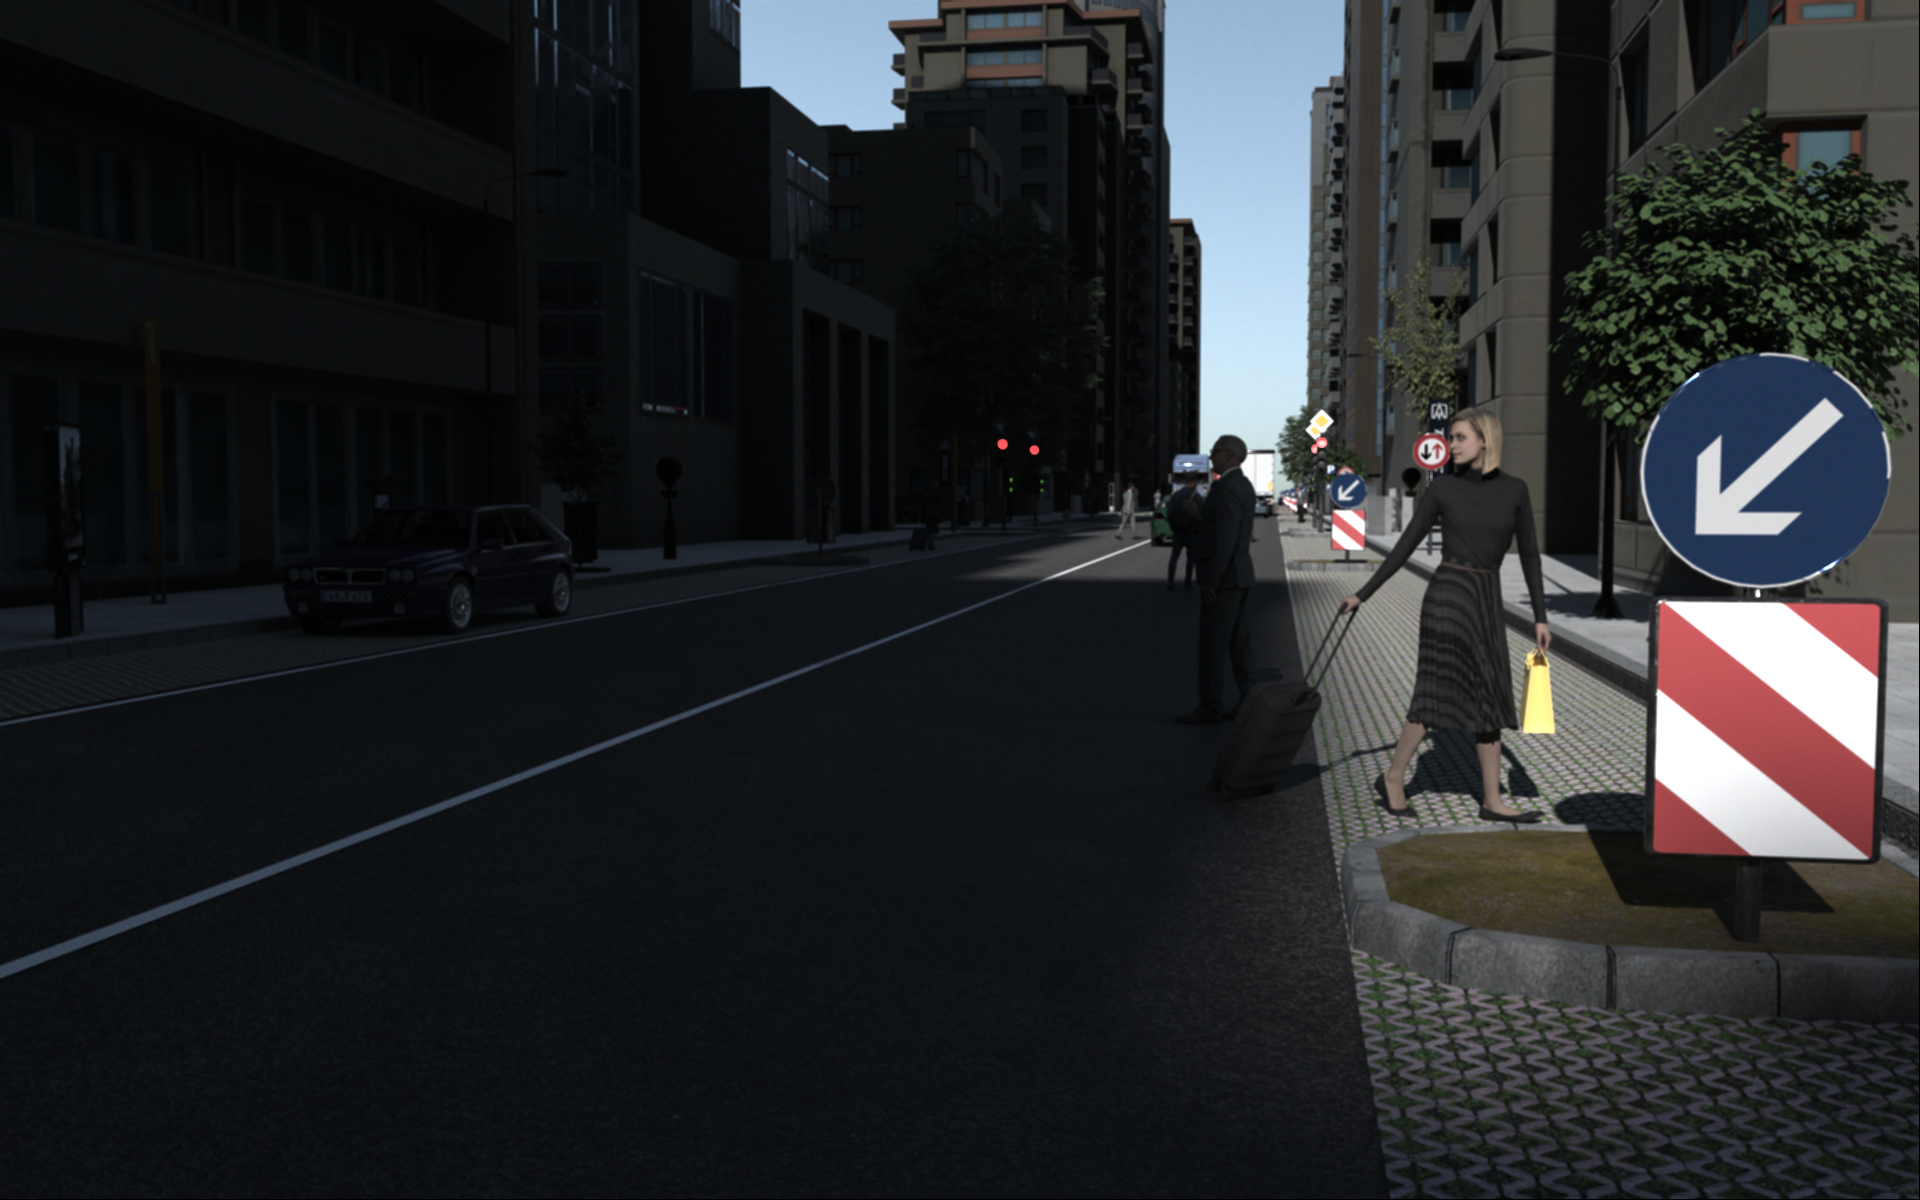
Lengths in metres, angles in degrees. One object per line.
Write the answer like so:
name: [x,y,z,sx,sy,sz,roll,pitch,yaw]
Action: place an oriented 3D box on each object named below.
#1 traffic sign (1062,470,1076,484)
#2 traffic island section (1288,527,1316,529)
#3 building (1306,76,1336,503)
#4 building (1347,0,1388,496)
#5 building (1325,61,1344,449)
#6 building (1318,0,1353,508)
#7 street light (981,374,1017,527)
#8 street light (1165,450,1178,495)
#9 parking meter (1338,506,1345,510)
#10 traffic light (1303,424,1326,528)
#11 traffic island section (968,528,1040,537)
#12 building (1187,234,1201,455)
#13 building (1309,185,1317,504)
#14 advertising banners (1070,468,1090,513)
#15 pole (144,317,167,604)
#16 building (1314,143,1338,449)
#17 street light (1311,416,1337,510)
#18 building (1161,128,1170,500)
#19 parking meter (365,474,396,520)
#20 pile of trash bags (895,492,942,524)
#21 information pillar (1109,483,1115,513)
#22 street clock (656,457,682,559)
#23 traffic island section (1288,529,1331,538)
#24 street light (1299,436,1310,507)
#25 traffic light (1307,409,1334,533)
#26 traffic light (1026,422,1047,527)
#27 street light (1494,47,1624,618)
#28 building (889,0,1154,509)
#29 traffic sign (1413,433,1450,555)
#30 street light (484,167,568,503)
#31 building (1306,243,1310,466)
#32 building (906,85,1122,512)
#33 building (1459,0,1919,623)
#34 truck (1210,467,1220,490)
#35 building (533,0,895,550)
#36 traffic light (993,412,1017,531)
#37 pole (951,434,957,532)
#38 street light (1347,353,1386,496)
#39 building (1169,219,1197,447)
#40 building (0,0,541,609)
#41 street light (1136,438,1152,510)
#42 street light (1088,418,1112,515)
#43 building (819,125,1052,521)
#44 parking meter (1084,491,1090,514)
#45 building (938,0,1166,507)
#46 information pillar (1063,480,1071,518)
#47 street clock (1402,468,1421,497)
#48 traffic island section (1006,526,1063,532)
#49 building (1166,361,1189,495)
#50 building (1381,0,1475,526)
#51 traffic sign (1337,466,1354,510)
traffic sign: [5.802,-5.665,92.733,0.768,2.556,0.104,1,4,20]
traffic island section: [13.426,-2.640,65.437,2.009,0.180,2.903,1,4,10]
building: [61.025,-43.294,249.849,21.231,58.520,28.212,1,4,10]
building: [36.367,-29.278,128.805,14.600,45.320,14.200,1,4,10]
building: [49.790,-34.288,180.216,23.786,49.044,30.456,1,4,10]
building: [42.849,-43.831,154.893,20.563,71.187,20.611,1,4,10]
street light: [1.530,-5.798,67.342,1.470,5.913,1.316,1,4,10]
street light: [22.170,-12.804,181.882,1.470,5.913,1.316,1,4,10]
parking meter: [22.586,-5.929,102.643,0.399,1.863,0.255,3,5,45]
traffic light: [13.389,-4.673,65.330,0.839,4.253,0.868,1,4,10]
traffic island section: [1.484,-2.275,59.481,2.009,0.180,2.903,1,4,10]
building: [32.887,-39.096,289.332,14.600,45.320,14.200,1,4,10]
building: [53.671,-33.435,230.251,14.154,41.232,14.086,1,4,10]
advertising banners: [8.094,-7.389,116.991,0.090,3.025,2.074,3,5,44]
pole: [-9.349,-1.607,20.118,0.158,3.312,0.155,0,3,0]
building: [49.517,-31.804,203.596,14.154,41.232,14.086,1,4,10]
street light: [21.327,-7.843,100.777,1.470,5.913,1.316,1,4,10]
building: [17.466,-33.979,205.674,14.600,45.320,14.200,1,4,10]
parking meter: [-7.376,-0.835,22.066,0.372,1.533,0.369,0,3,0]
pile of trash bags: [-1.664,-4.031,75.658,1.912,1.369,3.447,1,4,11]
information pillar: [10.346,-6.923,117.685,0.304,2.012,0.304,2,4,29]
street clock: [-5.717,-1.805,34.086,0.471,2.002,0.358,2,4,26]
traffic island section: [12.004,-2.159,57.579,2.009,0.180,2.903,1,4,10]
street light: [28.175,-10.183,139.028,1.470,5.913,1.316,1,4,10]
traffic light: [11.967,-4.193,57.472,0.839,4.253,0.868,1,4,10]
traffic light: [2.944,-4.788,67.197,0.839,4.253,0.868,1,4,10]
street light: [6.248,-2.785,18.080,1.470,5.913,1.316,1,4,10]
building: [5.839,-30.736,157.163,22.147,44.769,28.867,1,4,10]
traffic sign: [9.881,-2.216,36.337,0.768,2.556,0.104,1,4,12]
street light: [-6.266,-3.201,24.873,1.470,5.913,1.316,1,4,10]
building: [67.095,-38.142,278.238,22.147,44.769,28.867,1,4,10]
building: [4.170,-21.708,126.627,14.160,30.474,14.107,1,4,10]
building: [24.157,-11.223,28.538,27.650,21.520,28.899,1,4,10]
truck: [27.914,-11.954,184.356,2.839,4.237,11.283,1,4,10]
building: [-19.506,-45.086,49.820,31.000,86.520,22.319,1,4,10]
traffic light: [1.522,-4.307,59.339,0.839,4.253,0.868,1,4,10]
pole: [-0.208,-3.974,58.813,0.158,3.312,0.155,0,3,0]
street light: [13.459,-5.177,57.191,1.470,5.913,1.316,1,4,10]
building: [25.203,-37.570,268.893,22.147,44.769,28.867,1,4,10]
building: [-19.898,-24.321,21.352,21.300,48.544,21.600,1,4,10]
street light: [15.308,-10.464,143.633,1.470,5.913,1.316,1,4,10]
street light: [8.573,-8.164,106.020,1.470,5.913,1.316,1,4,10]
building: [-10.359,-15.495,98.381,27.650,21.520,28.899,1,4,10]
parking meter: [8.270,-6.397,113.002,0.372,1.533,0.369,0,3,0]
building: [10.269,-39.331,185.059,21.231,58.520,28.212,1,4,10]
information pillar: [5.670,-5.356,92.055,0.304,2.012,0.304,-2,4,-32]
street clock: [12.404,-2.634,47.639,0.471,2.002,0.358,0,4,-5]
traffic island section: [2.906,-2.756,67.339,2.009,0.180,2.903,1,4,10]
building: [17.243,-24.263,241.742,27.650,21.520,28.899,1,4,10]
building: [29.718,-27.632,75.483,21.600,48.544,21.300,1,4,10]
traffic sign: [17.610,-4.831,79.092,0.768,2.556,0.104,1,4,12]
